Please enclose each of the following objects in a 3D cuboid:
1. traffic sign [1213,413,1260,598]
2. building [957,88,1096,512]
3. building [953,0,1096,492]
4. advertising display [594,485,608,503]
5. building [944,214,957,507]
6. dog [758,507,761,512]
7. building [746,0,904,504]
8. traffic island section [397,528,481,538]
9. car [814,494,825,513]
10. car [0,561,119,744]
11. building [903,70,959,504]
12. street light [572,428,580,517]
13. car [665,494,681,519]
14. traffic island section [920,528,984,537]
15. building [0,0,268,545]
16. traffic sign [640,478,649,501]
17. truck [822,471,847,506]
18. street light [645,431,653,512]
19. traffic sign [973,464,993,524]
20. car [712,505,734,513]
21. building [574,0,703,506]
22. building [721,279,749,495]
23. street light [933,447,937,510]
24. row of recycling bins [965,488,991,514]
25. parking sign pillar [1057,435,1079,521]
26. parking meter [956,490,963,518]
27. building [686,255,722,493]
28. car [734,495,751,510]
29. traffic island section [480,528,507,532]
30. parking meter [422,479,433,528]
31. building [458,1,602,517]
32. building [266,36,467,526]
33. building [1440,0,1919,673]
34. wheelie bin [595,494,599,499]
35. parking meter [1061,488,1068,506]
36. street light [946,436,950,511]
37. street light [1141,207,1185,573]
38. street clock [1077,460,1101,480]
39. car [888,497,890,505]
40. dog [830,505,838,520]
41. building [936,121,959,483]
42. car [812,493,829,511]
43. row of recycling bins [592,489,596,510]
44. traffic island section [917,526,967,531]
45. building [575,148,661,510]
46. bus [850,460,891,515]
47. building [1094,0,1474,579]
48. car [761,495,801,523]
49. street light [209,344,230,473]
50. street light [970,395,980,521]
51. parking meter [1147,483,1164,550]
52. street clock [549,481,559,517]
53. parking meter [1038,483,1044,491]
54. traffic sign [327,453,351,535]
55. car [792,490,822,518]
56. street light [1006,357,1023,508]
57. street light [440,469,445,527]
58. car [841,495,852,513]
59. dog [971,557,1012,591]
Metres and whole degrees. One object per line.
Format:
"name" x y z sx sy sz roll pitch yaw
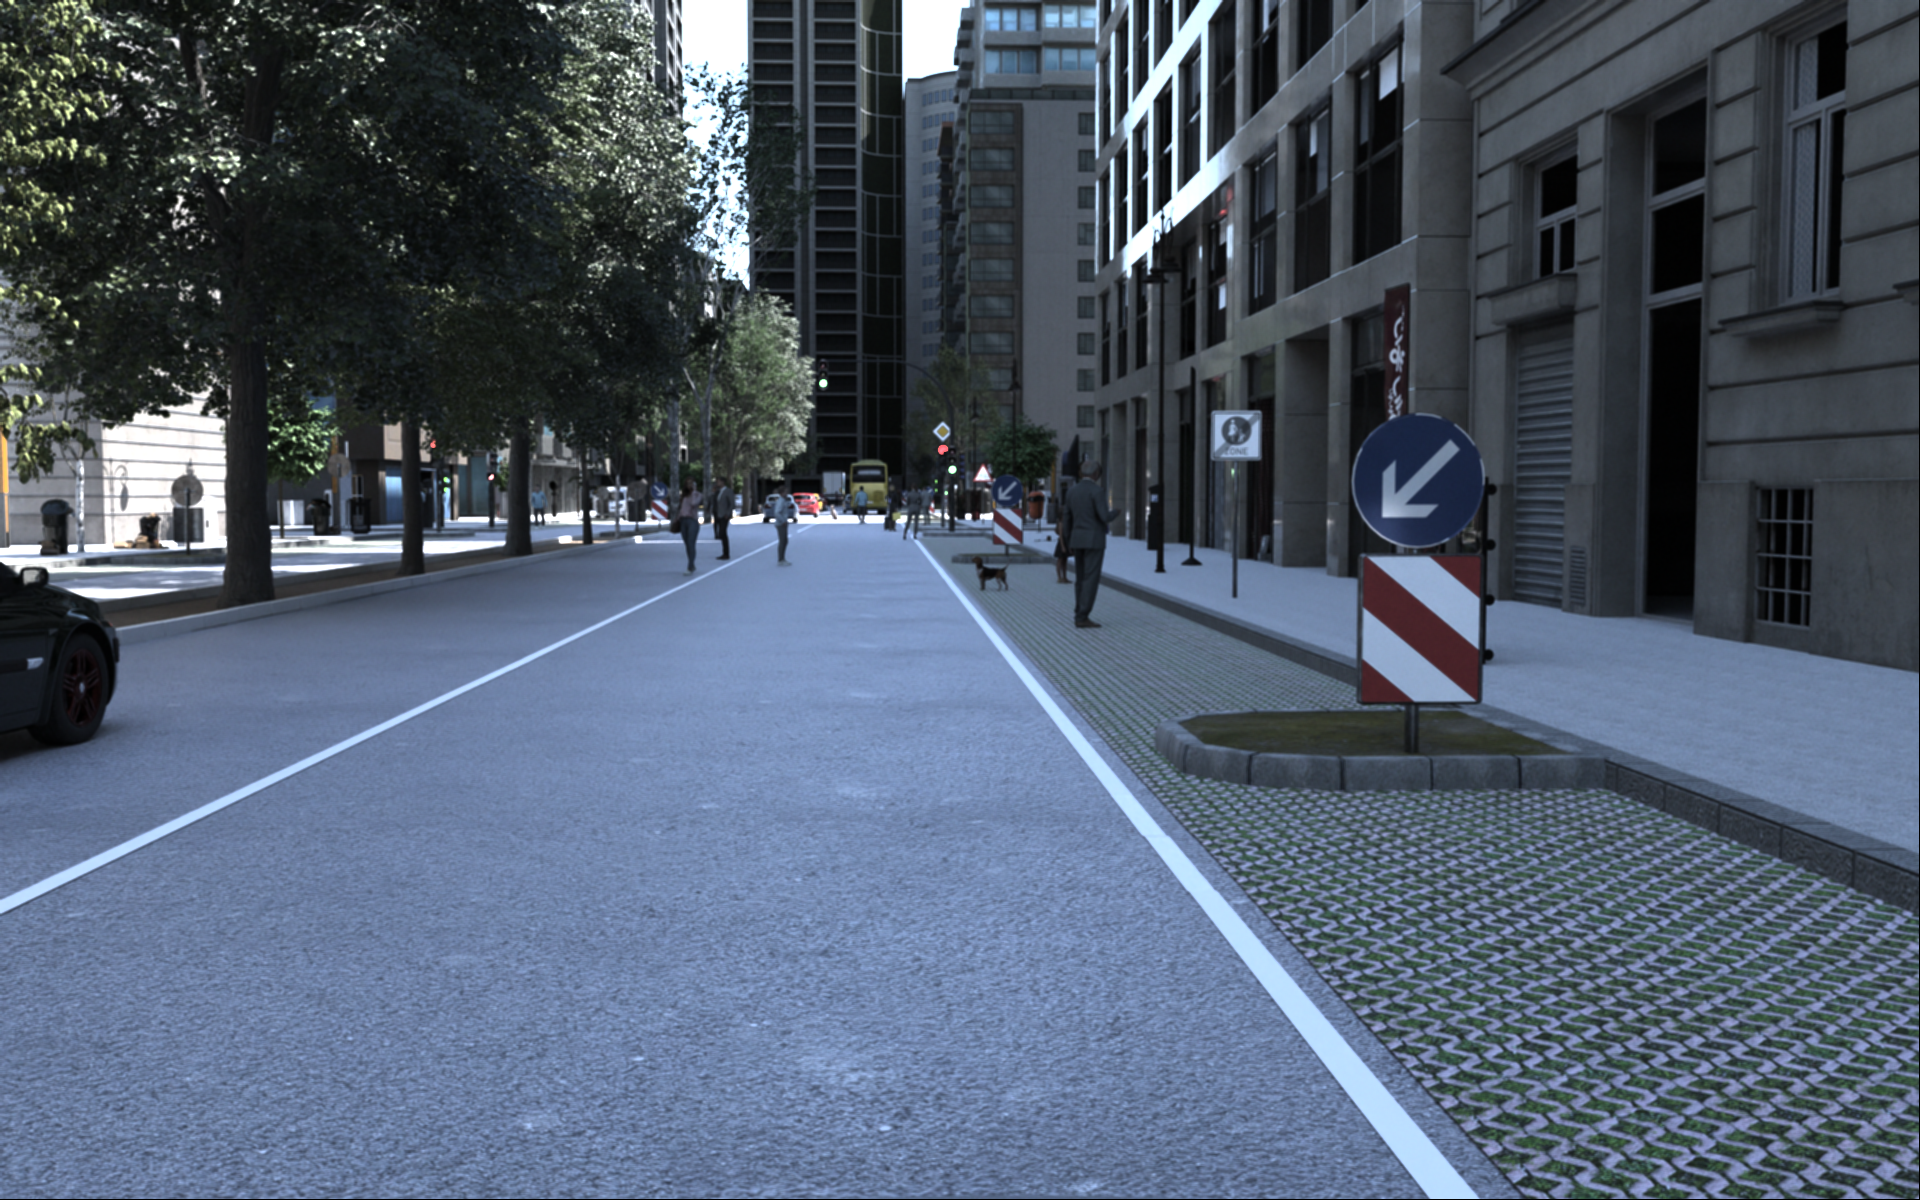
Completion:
"traffic sign" 3.402 -1.177 21.379 0.606 2.300 0.079 0 4 6
"building" 7.348 -21.750 127.314 14.160 30.474 14.107 0 4 -3
"building" 10.795 -32.934 158.084 23.786 49.044 30.456 0 4 -3
"advertising display" -26.552 -7.543 128.544 0.974 1.923 0.123 2 4 24
"building" 5.283 -25.013 180.656 14.160 30.474 14.107 0 4 -3
"dog" -14.758 -6.667 128.296 0.406 0.507 0.540 1 4 10
"building" -17.962 -48.816 236.385 20.611 71.187 20.563 0 4 -3
"traffic island section" -17.535 -2.199 58.229 2.009 0.180 2.903 0 4 -3
"car" -11.560 -7.606 134.585 2.015 1.641 3.980 0 4 -1
"car" -5.867 0.066 8.709 2.009 1.686 4.222 0 4 -1
"building" 6.494 -42.531 237.382 28.212 58.520 21.231 0 4 -3
"street light" -21.295 -7.565 96.481 0.468 5.910 1.993 0 4 -3
"car" -15.688 -5.311 96.625 2.009 1.686 4.222 0 4 -5
"traffic island section" -0.262 -2.248 59.039 2.009 0.180 2.903 0 4 -3
"building" -33.317 -12.625 48.212 24.055 21.916 13.314 0 4 -3
"traffic sign" -22.333 -7.398 122.149 0.795 2.450 0.064 0 4 -1
"truck" -15.431 -13.718 213.202 2.839 4.237 11.283 0 4 -2
"street light" -22.783 -9.442 127.165 0.468 5.910 1.993 0 4 -3
"traffic sign" 0.983 -4.497 73.527 0.884 2.594 0.081 0 3 0
"car" -17.762 -7.116 128.353 2.014 1.417 4.499 0 4 -2
"building" -38.003 -45.681 185.144 20.563 71.187 20.611 0 4 -3
"building" -35.537 -28.208 232.899 14.107 30.474 14.160 0 4 -3
"street light" -2.085 -10.304 141.257 0.468 5.910 1.993 0 4 -3
"row of recycling bins" 1.113 -6.442 112.438 1.069 1.692 3.534 -1 4 -16
"parking sign pillar" 4.964 -5.472 77.937 1.447 3.967 1.447 1 4 20
"parking meter" -0.030 -5.277 94.685 0.372 1.533 0.369 0 3 0
"building" -36.743 -26.663 207.644 14.107 30.474 14.160 0 4 -3
"car" -19.348 -8.610 153.140 2.083 1.381 4.827 0 4 -2
"traffic island section" -17.912 -2.687 66.205 2.009 0.180 2.903 0 4 -3
"parking meter" -20.056 -3.640 65.227 0.255 1.863 0.399 1 4 12
"building" -35.472 -29.733 105.739 23.786 49.044 30.456 0 4 -3
"building" -30.561 -26.033 75.745 14.600 45.320 14.200 0 4 -3
"building" 14.337 -10.661 7.587 16.112 22.955 30.059 0 4 -3
"wheelie bin" -21.590 -5.921 104.708 0.980 1.594 0.693 0 4 0
"parking meter" 4.372 -3.864 71.590 0.372 1.533 0.369 0 3 0
"street light" -0.716 -8.468 111.239 0.468 5.910 1.993 0 4 -3
"street light" 3.283 -3.390 28.220 0.468 5.910 1.993 0 4 -3
"street clock" 2.744 -1.973 36.821 0.471 2.002 0.358 2 4 33
"car" -7.947 -12.584 215.334 1.945 1.707 3.694 0 4 -3
"dog" -6.817 -4.807 95.434 0.800 0.831 0.513 -1 4 -21
"building" 8.465 -33.469 201.841 22.147 44.769 28.867 0 4 -3
"car" -12.337 -8.526 148.441 2.155 1.783 4.494 0 4 -1
"row of recycling bins" -26.574 -7.645 132.115 3.534 1.692 1.069 2 4 28
"traffic island section" -0.640 -2.736 67.015 2.009 0.180 2.903 0 4 -3
"building" -33.462 -22.988 147.550 14.160 30.474 14.107 0 4 -3
"bus" -6.385 -8.045 123.074 2.896 3.916 12.252 0 4 -2
"building" 14.785 -14.377 39.582 19.350 26.468 34.151 0 4 -3
"car" -9.033 -4.610 87.368 2.014 1.417 4.499 0 4 -4
"street light" -18.999 -4.410 44.894 0.468 5.910 1.993 0 4 -3
"street light" 0.688 -6.623 81.074 0.468 5.910 1.993 0 4 -3
"parking meter" 4.483 -1.912 39.674 0.372 1.533 0.369 0 3 0
"street clock" -22.368 -5.559 95.464 0.471 2.002 0.358 2 4 28
"parking meter" 4.667 -5.783 100.256 0.255 1.863 0.399 -2 4 -30
"traffic sign" -19.434 -3.307 54.183 0.768 2.556 0.104 0 4 4
"car" -9.417 -5.824 104.259 2.155 1.783 4.494 0 4 -3
"street light" 1.837 -5.252 58.659 0.468 5.910 1.993 0 4 -3
"street light" -19.955 -5.738 66.600 0.468 5.910 1.993 0 4 -3
"car" -8.042 -7.336 131.953 2.014 1.417 4.499 0 4 -4
"dog" 0.465 -0.387 25.621 0.540 0.507 0.406 -1 4 -13
